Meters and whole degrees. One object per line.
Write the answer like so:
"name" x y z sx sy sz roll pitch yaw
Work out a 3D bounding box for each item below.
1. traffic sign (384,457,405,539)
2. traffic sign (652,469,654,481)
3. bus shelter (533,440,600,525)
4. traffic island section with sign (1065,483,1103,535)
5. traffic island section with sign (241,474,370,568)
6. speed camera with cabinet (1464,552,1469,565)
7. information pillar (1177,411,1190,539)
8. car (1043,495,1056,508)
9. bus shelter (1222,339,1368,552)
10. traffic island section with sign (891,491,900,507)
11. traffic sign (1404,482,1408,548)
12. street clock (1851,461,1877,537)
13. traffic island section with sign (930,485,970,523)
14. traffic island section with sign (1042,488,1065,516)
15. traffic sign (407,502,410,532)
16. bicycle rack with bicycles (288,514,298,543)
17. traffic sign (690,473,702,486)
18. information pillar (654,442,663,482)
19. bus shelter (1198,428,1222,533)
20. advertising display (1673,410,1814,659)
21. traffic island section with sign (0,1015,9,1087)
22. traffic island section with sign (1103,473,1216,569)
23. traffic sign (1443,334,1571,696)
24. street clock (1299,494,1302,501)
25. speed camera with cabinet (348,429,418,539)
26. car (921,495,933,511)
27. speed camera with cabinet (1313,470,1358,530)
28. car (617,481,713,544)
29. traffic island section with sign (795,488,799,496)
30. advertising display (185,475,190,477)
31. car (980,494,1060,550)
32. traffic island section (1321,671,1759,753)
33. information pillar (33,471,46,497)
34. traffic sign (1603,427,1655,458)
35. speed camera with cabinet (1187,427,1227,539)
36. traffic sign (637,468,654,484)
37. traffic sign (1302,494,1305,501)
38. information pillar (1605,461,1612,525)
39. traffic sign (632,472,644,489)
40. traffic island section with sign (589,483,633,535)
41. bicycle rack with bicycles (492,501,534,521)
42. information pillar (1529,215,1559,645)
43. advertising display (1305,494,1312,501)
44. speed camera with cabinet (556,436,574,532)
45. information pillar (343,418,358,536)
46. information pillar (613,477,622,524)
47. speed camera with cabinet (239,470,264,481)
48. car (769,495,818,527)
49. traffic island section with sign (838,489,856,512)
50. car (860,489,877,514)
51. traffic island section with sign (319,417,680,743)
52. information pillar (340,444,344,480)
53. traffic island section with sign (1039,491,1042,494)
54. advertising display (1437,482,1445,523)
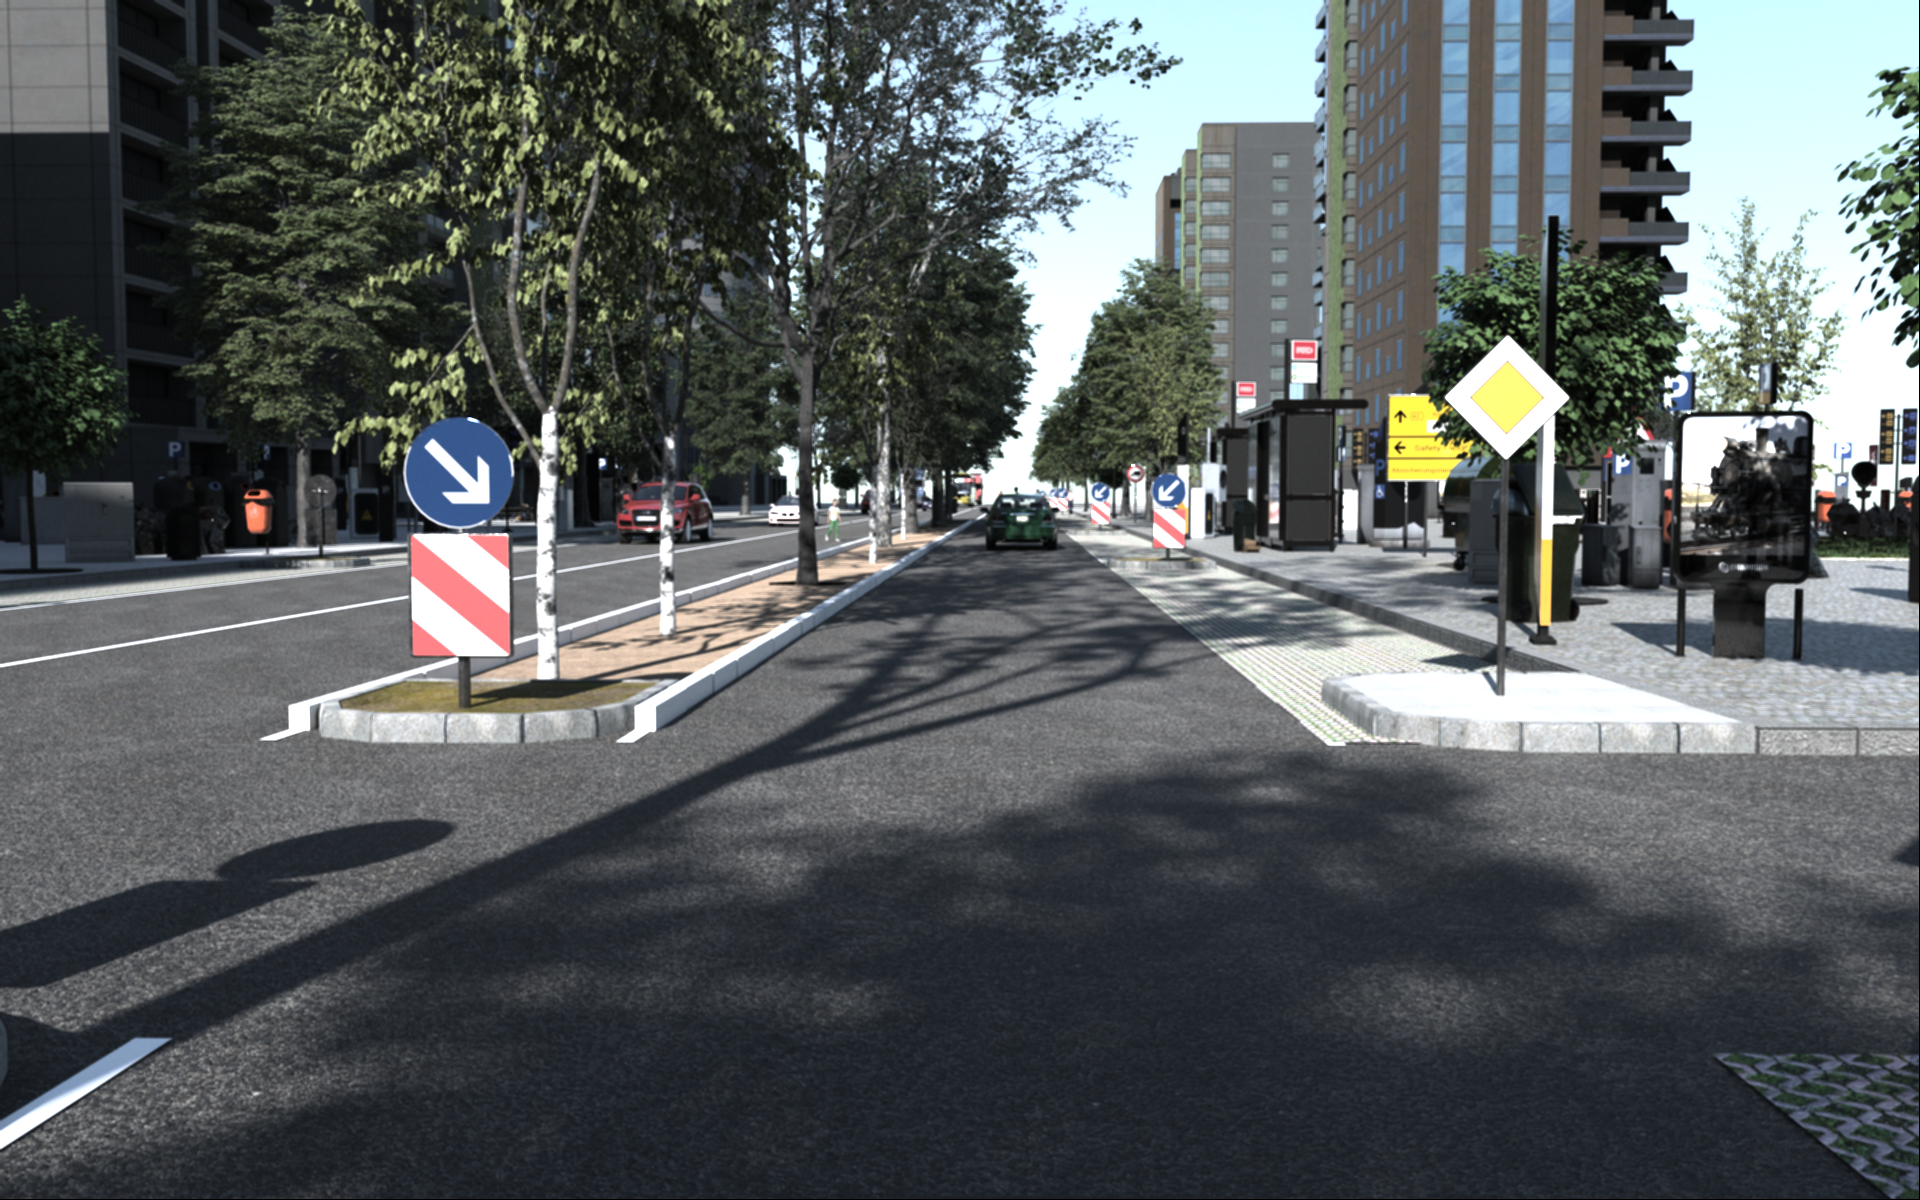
"traffic sign" -16.020 -2.993 49.036 0.768 2.556 0.104 1 4 10
"traffic sign" -15.161 -5.176 84.730 0.768 2.556 0.104 0 4 5
"bus shelter" -17.002 -5.171 75.828 1.731 3.624 6.357 0 4 2
"traffic island section with sign" 4.796 -3.196 60.881 1.989 1.847 2.006 0 4 2
"traffic island section with sign" -12.779 -1.558 34.102 1.989 1.847 2.006 0 4 2
"speed camera with cabinet" 9.805 -2.291 31.788 0.660 3.252 2.038 2 4 30
"information pillar" 6.323 -3.531 49.079 0.183 3.616 0.504 -2 4 -23
"car" 8.725 -9.751 172.002 1.945 1.354 3.894 0 4 3
"bus shelter" 8.124 -3.970 42.548 2.179 5.291 8.768 0 4 2
"traffic island section with sign" -7.519 -11.287 193.176 1.989 1.847 2.006 0 4 2
"traffic sign" 10.523 -2.491 40.832 0.768 2.556 0.104 1 4 10
"street clock" 19.964 -2.062 38.284 0.471 2.002 0.358 1 4 12
"traffic island section with sign" -0.466 -4.763 86.012 2.006 1.907 1.989 0 4 2
"traffic island section with sign" 6.438 -6.258 110.938 1.989 1.847 2.006 0 4 2
"traffic sign" -18.747 -3.593 58.849 0.768 2.556 0.104 0 4 6
"bicycle rack with bicycles" -17.887 -1.969 45.576 2.852 0.926 2.925 1 4 8
"traffic sign" -12.920 -5.048 84.670 0.606 2.300 0.079 0 4 6
"information pillar" -13.553 -5.290 77.846 0.504 3.616 0.183 3 4 36
"bus shelter" 9.373 -4.992 59.256 2.179 5.291 8.768 0 4 2
"advertising display" 6.108 -0.509 13.542 0.974 1.923 0.123 1 4 15
"traffic island section with sign" -3.198 0.283 3.512 2.006 1.907 1.989 0 4 2
"traffic island section with sign" 3.891 -1.535 33.729 1.989 1.847 2.006 0 4 2
"traffic sign" 3.439 -0.448 10.966 0.795 2.450 0.064 0 4 2
"street clock" 10.399 -2.960 52.963 0.471 2.002 0.358 -1 4 -18
"speed camera with cabinet" -16.625 -3.413 50.143 2.038 3.252 0.660 -2 4 -23
"car" -2.302 -8.244 147.368 1.945 1.354 3.894 0 4 2
"speed camera with cabinet" 13.597 -4.128 61.821 0.660 3.252 2.038 -3 5 -42
"car" -8.693 -2.612 51.376 2.281 1.827 5.304 0 4 3
"traffic island section with sign" -10.229 -6.259 110.967 1.989 1.847 2.006 0 4 2
"advertising display" -26.730 -3.360 60.148 0.123 1.923 0.974 -2 4 -34
"car" 1.592 -2.075 45.717 2.131 1.459 4.920 0 4 0
"traffic island section" 3.462 0.687 11.043 2.009 0.180 2.903 0 4 2
"information pillar" -30.534 -4.033 57.294 0.183 3.616 0.504 3 5 41
"traffic sign" 9.891 -1.559 25.494 0.884 2.594 0.081 0 4 2
"speed camera with cabinet" 7.219 -3.446 50.672 0.660 3.252 2.038 2 4 27
"traffic sign" -13.914 -4.678 76.595 0.768 2.556 0.104 1 4 9
"traffic sign" 9.687 -2.982 48.864 0.768 2.556 0.104 0 4 2
"information pillar" 14.682 -2.098 38.793 0.304 2.012 0.304 -1 4 -12
"traffic sign" -15.391 -5.061 82.751 0.884 2.594 0.081 0 4 5
"traffic island section with sign" -11.897 -3.206 61.043 1.989 1.847 2.006 0 4 2
"bicycle rack with bicycles" -21.877 -4.378 84.955 2.925 0.926 2.852 0 4 -2
"information pillar" 5.024 -1.437 14.856 0.183 3.616 0.504 1 4 11
"advertising display" 11.925 -3.304 59.231 0.123 1.923 0.974 0 4 5
"speed camera with cabinet" -13.764 -3.977 59.353 0.660 3.252 2.038 0 4 0
"information pillar" -18.766 -3.806 53.576 0.183 3.616 0.504 0 4 3
"information pillar" -14.910 -4.340 75.456 0.304 2.012 0.304 -2 4 -34
"speed camera with cabinet" -26.406 -4.379 65.931 0.660 3.252 2.038 2 4 26
"car" -7.432 -3.996 77.695 2.083 1.381 4.827 0 4 1
"traffic island section with sign" -9.341 -7.910 137.955 1.989 1.847 2.006 0 4 2
"car" -6.245 -7.357 128.953 2.281 1.827 5.304 0 4 0
"traffic island section with sign" -2.943 -0.170 10.915 2.006 1.907 1.989 0 4 2
"information pillar" -26.002 -5.001 73.115 0.504 3.616 0.183 3 5 44
"traffic island section with sign" 7.339 -7.905 137.878 1.989 1.847 2.006 0 4 2
"advertising display" 21.603 -4.369 76.645 0.974 1.923 0.123 -1 4 -10
